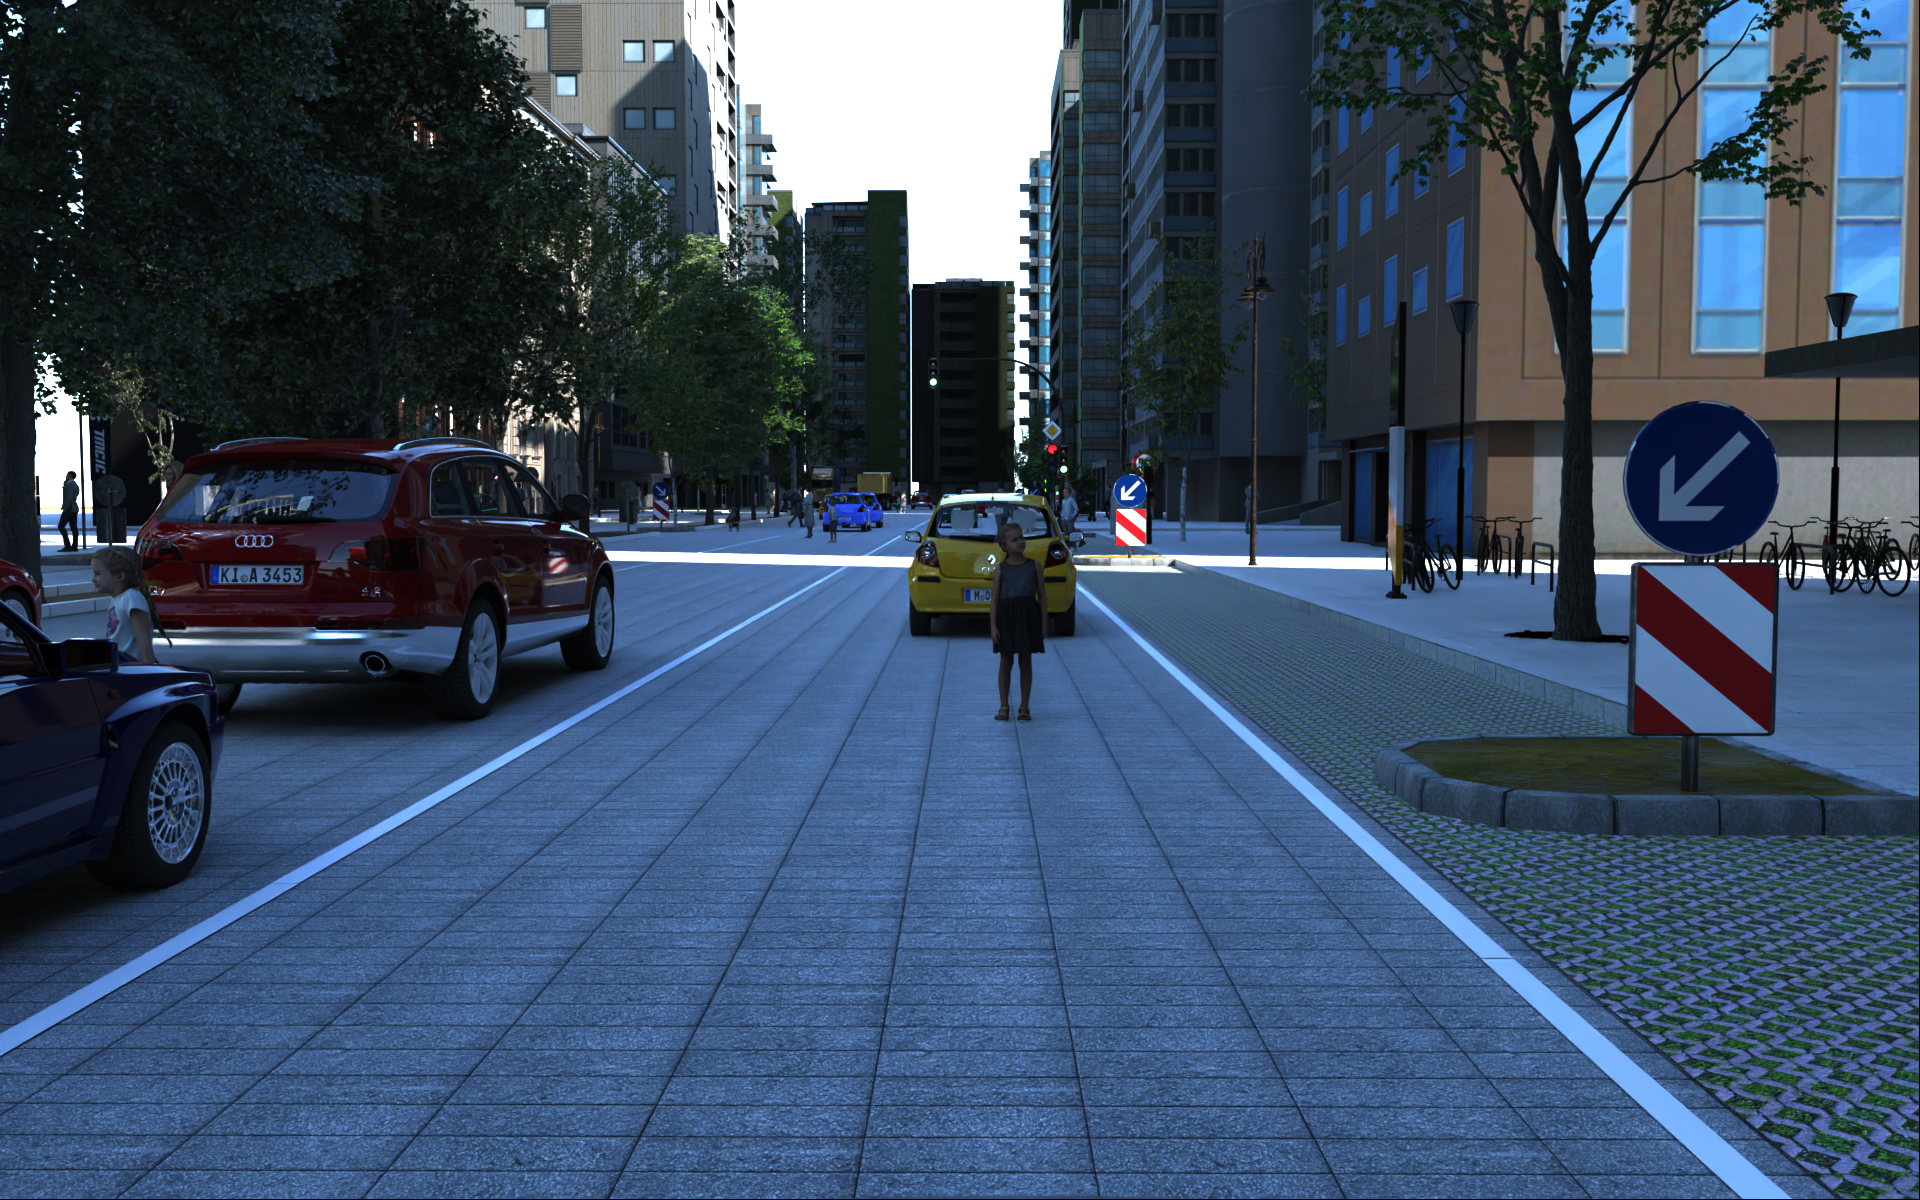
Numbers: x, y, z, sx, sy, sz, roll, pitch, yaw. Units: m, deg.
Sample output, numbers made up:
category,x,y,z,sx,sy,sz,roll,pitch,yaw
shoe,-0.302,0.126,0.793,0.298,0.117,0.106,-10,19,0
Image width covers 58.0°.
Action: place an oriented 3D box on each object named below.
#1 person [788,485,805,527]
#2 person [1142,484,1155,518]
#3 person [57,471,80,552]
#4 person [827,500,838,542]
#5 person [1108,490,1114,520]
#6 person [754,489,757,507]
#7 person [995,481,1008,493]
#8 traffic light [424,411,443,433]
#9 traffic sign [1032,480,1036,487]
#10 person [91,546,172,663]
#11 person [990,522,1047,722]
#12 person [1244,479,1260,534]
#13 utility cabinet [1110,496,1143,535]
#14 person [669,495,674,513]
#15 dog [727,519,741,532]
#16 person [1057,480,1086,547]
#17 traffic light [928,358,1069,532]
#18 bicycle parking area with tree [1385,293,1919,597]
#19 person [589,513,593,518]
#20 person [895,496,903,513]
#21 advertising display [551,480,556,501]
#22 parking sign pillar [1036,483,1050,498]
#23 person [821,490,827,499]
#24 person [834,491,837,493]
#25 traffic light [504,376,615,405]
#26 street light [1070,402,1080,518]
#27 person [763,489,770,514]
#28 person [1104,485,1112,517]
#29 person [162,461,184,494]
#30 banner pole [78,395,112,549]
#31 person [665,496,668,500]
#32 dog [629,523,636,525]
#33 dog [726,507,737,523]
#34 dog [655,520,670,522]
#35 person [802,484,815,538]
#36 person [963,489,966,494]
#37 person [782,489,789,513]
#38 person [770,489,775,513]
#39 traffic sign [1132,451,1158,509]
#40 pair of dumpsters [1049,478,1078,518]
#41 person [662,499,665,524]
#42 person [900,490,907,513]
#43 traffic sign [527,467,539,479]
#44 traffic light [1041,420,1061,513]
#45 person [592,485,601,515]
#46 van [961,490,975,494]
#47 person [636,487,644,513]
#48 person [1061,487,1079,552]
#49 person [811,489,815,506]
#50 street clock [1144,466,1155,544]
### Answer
category,x,y,z,sx,sy,sz,roll,pitch,yaw
person,-6.975,-4.033,74.403,0.822,1.834,0.622,0,4,4
person,5.718,-2.801,52.849,0.522,1.701,0.512,3,4,36
person,-19.867,-1.980,38.594,0.473,1.802,0.592,0,4,6
person,-3.793,-2.338,51.416,0.332,1.250,0.352,-1,4,-10
person,7.688,-4.828,85.470,0.515,1.767,0.782,-2,4,-33
person,-19.699,-9.741,165.984,0.621,1.740,0.551,1,4,21
person,1.101,-2.300,46.371,0.678,1.792,0.850,-1,4,-17
traffic light,-17.734,-4.235,58.169,0.839,4.253,0.868,0,4,0
traffic sign,6.189,-8.480,138.757,0.768,2.556,0.104,0,4,6
person,-3.526,0.370,7.472,0.382,1.210,0.505,-3,5,-43
person,0.372,0.136,10.949,0.362,1.253,0.373,0,4,2
person,9.453,-3.036,55.859,0.466,1.800,0.511,3,4,36
utility cabinet,5.243,-2.659,54.638,1.020,1.237,0.306,2,4,34
person,-19.608,-6.549,117.795,0.362,1.253,0.373,2,4,31
dog,-8.567,-2.837,65.675,0.406,0.507,0.540,0,4,7
person,2.952,-2.323,46.610,0.853,1.813,0.709,-1,4,-14
traffic light,1.334,-5.090,57.883,4.771,5.953,1.251,0,4,0
bicycle parking area with tree,9.958,-2.335,25.175,8.231,4.147,9.016,2,4,24
person,-20.257,-5.384,94.085,0.620,1.820,0.660,-2,4,-27
person,-4.694,-7.372,133.272,0.590,1.304,0.306,1,4,17
advertising display,-19.179,-4.680,81.729,0.123,1.923,0.974,-1,4,-9
parking sign pillar,6.135,-8.373,125.372,1.447,3.967,1.447,0,4,-3
person,-12.640,-9.541,164.590,1.348,1.812,0.705,-2,4,-23
person,-11.193,-8.895,154.613,0.721,1.739,1.217,0,4,-1
traffic light,-15.574,-5.597,66.171,4.771,5.953,1.251,0,4,0
street light,5.734,-6.963,86.636,0.468,5.910,1.993,0,4,0
person,-13.721,-6.989,122.957,0.466,1.800,0.511,0,4,-5
person,8.190,-5.485,95.903,0.473,1.802,0.592,3,4,39
person,-8.676,-0.652,19.341,0.709,1.800,0.728,3,5,41
banner pole,-20.198,-3.079,40.354,0.863,3.779,0.401,-2,4,-34
person,-23.115,-7.939,136.028,0.473,1.802,0.592,0,4,7
dog,-15.321,-3.949,81.407,0.513,0.831,0.800,0,4,7
dog,-10.841,-3.928,81.058,0.800,0.831,0.513,0,4,-7
dog,-15.343,-4.225,89.270,0.748,0.427,0.550,1,4,15
person,-4.992,-2.893,56.373,0.524,1.755,0.480,1,4,19
person,0.312,-6.591,116.654,0.661,1.777,0.834,2,4,31
person,-12.525,-7.087,124.342,0.622,1.834,0.822,3,5,39
person,-14.249,-7.579,132.379,0.822,1.834,0.622,-2,4,-27
traffic sign,5.437,-3.106,50.884,0.768,2.556,0.104,0,4,4
pair of dumpsters,5.872,-5.762,96.705,1.574,2.255,4.437,0,4,0
person,-14.541,-4.352,84.338,0.332,1.250,0.352,3,4,37
person,-4.160,-7.236,127.808,0.512,1.701,0.522,-2,4,-29
traffic sign,-20.013,-4.931,80.721,0.768,2.556,0.104,0,4,4
traffic light,3.494,-4.714,65.992,0.839,4.253,0.868,0,4,0
person,-22.005,-6.040,104.757,0.622,1.834,0.822,2,4,32
van,0.828,-9.933,169.414,2.013,2.044,4.112,0,4,1
person,-21.460,-6.698,115.909,0.624,1.780,0.694,0,4,-5
person,2.676,-1.994,42.908,0.330,1.601,0.589,-2,4,-28
person,-10.236,-6.700,118.381,0.599,1.781,0.374,0,4,-1
street clock,4.838,-2.441,44.475,0.358,2.002,0.471,0,4,5
